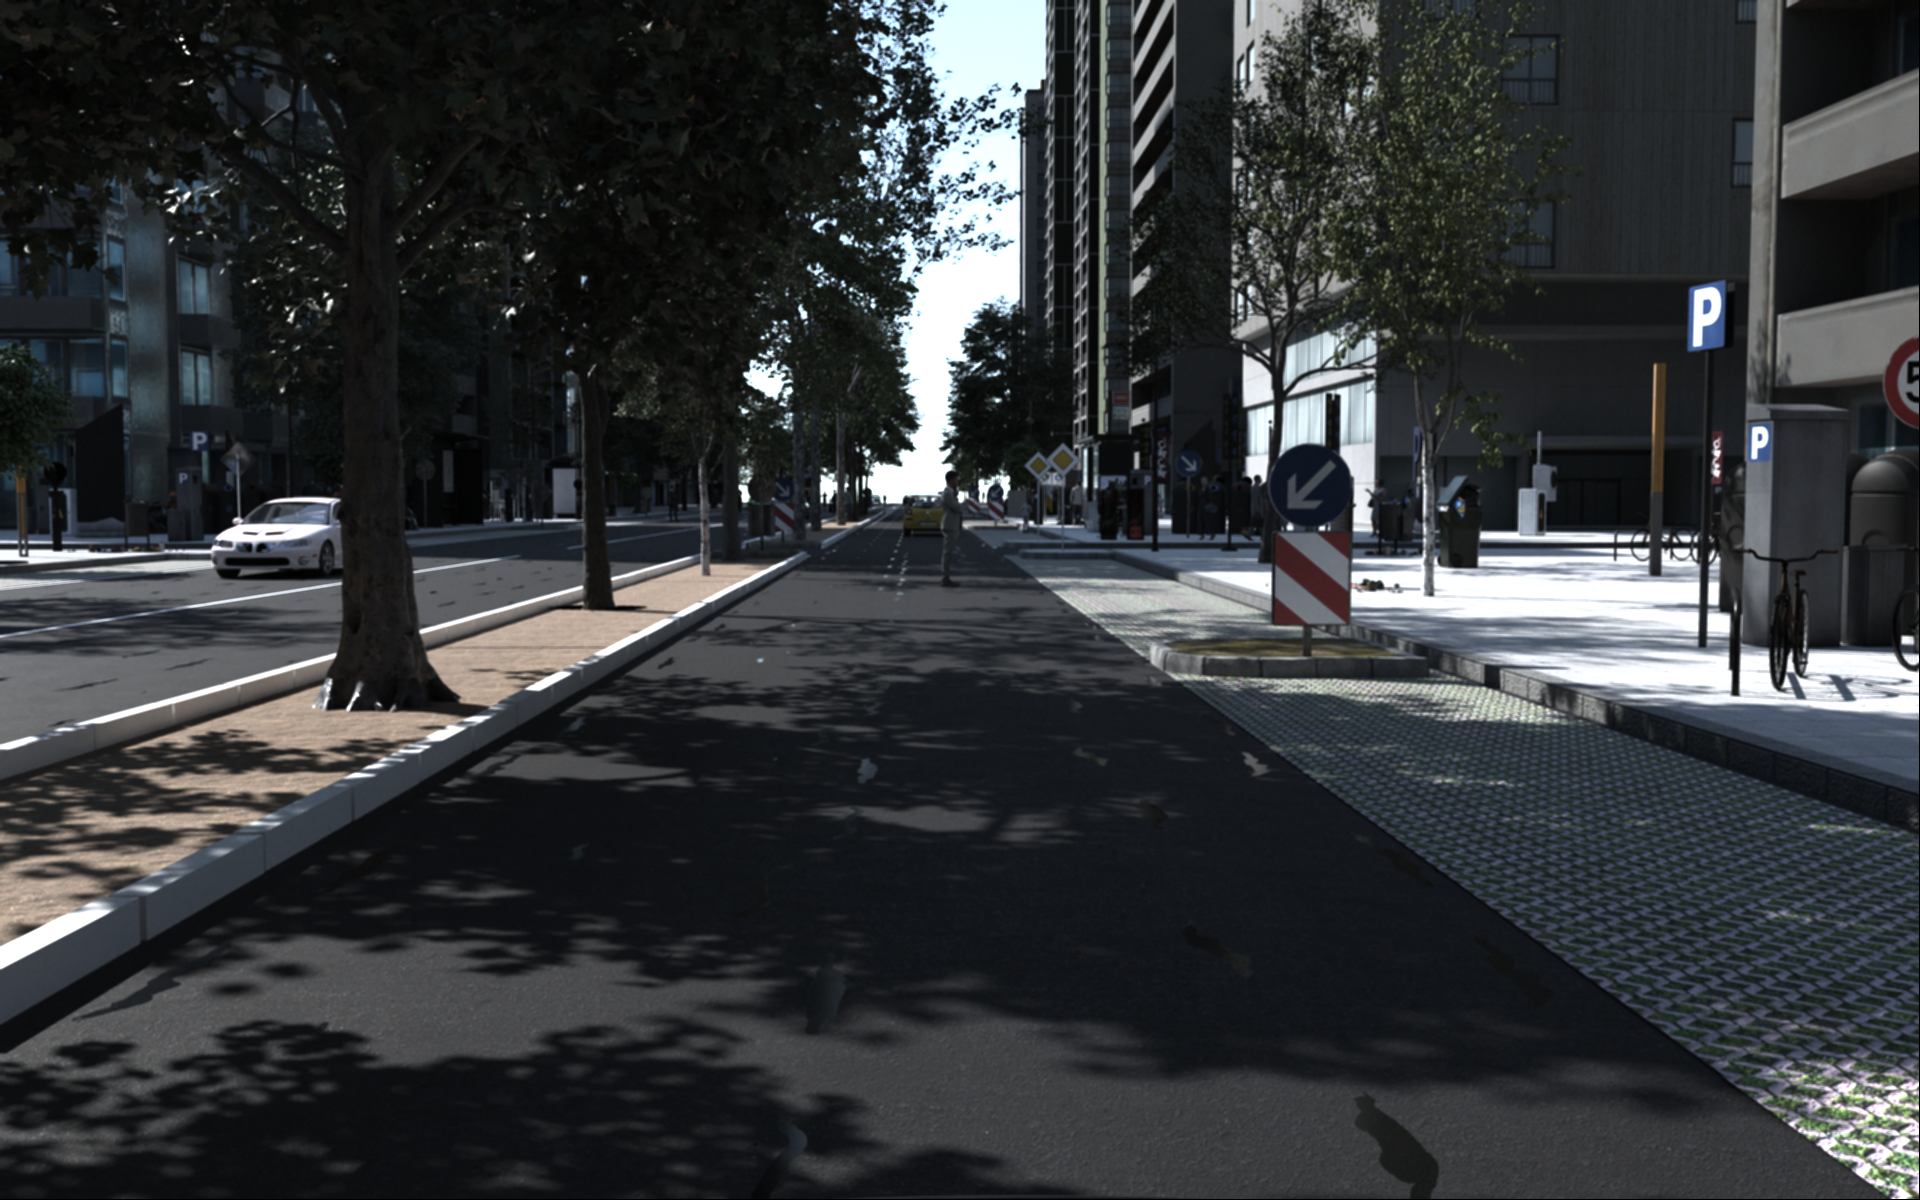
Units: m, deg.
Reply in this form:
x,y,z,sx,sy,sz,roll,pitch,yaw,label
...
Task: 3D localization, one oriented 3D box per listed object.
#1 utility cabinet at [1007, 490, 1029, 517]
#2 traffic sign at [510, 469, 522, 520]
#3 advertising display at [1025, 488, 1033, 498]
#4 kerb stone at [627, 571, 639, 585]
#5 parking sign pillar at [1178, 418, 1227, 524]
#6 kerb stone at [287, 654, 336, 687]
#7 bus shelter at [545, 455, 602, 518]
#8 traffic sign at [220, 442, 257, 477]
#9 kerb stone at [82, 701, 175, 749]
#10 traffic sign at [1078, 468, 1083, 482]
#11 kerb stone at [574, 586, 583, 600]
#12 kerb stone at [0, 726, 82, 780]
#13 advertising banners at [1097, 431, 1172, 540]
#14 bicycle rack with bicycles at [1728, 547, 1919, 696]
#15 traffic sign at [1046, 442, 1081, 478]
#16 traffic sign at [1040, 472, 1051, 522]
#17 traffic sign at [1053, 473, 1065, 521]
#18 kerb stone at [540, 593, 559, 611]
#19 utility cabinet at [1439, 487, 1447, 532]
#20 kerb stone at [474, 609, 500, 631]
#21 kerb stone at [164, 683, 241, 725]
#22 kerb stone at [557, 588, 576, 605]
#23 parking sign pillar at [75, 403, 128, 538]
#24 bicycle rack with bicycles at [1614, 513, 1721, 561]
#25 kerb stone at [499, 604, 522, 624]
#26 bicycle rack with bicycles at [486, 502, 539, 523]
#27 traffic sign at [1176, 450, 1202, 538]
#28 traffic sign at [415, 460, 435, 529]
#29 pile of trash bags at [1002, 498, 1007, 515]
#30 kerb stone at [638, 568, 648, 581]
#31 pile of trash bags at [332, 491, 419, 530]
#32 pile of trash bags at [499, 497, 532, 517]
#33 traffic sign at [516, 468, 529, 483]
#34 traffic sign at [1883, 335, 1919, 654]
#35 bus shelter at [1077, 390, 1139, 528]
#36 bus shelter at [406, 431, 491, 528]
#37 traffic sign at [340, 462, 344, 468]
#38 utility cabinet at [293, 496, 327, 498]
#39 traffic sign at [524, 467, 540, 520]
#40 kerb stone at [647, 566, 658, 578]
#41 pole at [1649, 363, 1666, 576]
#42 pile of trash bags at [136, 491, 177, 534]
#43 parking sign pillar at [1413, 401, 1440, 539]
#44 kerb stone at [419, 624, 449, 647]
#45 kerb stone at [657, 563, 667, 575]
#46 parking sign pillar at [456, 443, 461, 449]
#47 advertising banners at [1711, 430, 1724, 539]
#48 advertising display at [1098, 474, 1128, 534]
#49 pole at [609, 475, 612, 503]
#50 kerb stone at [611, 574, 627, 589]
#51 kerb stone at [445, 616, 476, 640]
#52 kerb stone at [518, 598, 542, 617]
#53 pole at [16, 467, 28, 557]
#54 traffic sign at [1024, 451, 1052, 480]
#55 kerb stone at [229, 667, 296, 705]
x,y,z,sx,sy,sz,roll,pitch,yaw,label
3.265,-5.421,97.306,1.173,1.500,0.318,1,4,15,utility cabinet
-22.121,-5.297,86.710,0.768,2.556,0.104,0,4,-1,traffic sign
4.080,-5.719,98.717,0.974,1.923,0.123,-1,4,-17,advertising display
-5.287,-0.322,27.551,0.120,0.150,1.000,0,4,-1,kerb stone
8.356,-4.467,61.503,1.447,3.967,1.447,-3,4,-38,parking sign pillar
-4.951,0.550,13.204,0.120,0.150,1.000,0,4,-1,kerb stone
-20.803,-6.088,93.461,2.014,3.302,5.546,0,4,-1,bus shelter
-16.054,-2.223,38.542,0.795,2.593,0.064,0,4,-1,traffic sign
-4.878,0.738,10.123,0.120,0.150,1.000,0,4,-1,kerb stone
6.022,-5.044,82.568,0.768,2.556,0.104,0,4,8,traffic sign
-5.195,-0.077,23.457,0.120,0.150,1.000,0,4,-1,kerb stone
-4.848,0.801,9.101,0.120,0.150,1.000,0,4,-1,kerb stone
4.872,-3.187,48.288,2.074,3.025,0.090,1,4,14,advertising banners
6.276,0.113,11.538,2.852,0.926,2.925,2,4,25,bicycle rack with bicycles
2.335,-2.249,38.961,0.795,2.593,0.064,0,4,-1,traffic sign
3.927,-4.749,79.773,0.606,2.300,0.079,0,4,6,traffic sign
4.656,-4.870,81.761,0.606,2.300,0.079,0,4,0,traffic sign
-5.154,0.049,21.407,0.120,0.150,1.000,0,4,-1,kerb stone
16.326,-2.938,56.711,1.173,1.500,0.318,2,4,30,utility cabinet
-5.077,0.236,18.338,0.120,0.150,1.000,0,4,-1,kerb stone
-4.905,0.678,11.158,0.120,0.150,1.000,0,4,-1,kerb stone
-5.173,-0.015,22.433,0.120,0.150,1.000,0,4,-1,kerb stone
-25.290,-3.821,50.942,1.447,3.967,1.447,-2,4,-28,parking sign pillar
13.953,-1.189,32.816,2.925,0.926,2.852,-2,4,-32,bicycle rack with bicycles
-5.101,0.176,19.361,0.120,0.150,1.000,0,4,-1,kerb stone
-20.230,-3.988,78.585,2.852,0.926,2.925,-1,4,-10,bicycle rack with bicycles
6.677,-3.089,50.603,0.768,2.556,0.104,0,4,3,traffic sign
-19.781,-3.910,64.037,0.768,2.556,0.104,0,4,7,traffic sign
3.680,-5.854,105.458,1.912,1.369,3.447,2,4,24,pile of trash bags
-5.327,-0.385,28.578,0.120,0.150,1.000,0,4,-1,kerb stone
-20.595,-3.096,60.380,1.912,1.369,3.447,1,4,21,pile of trash bags
-24.417,-5.340,97.065,3.447,1.369,1.912,-1,4,-19,pile of trash bags
-21.294,-5.178,84.662,0.884,2.594,0.081,0,4,5,traffic sign
7.701,-0.839,13.824,0.768,2.556,0.104,0,4,0,traffic sign
5.594,-5.323,64.662,2.179,5.291,8.768,0,4,-2,bus shelter
-19.992,-4.690,67.961,1.731,3.624,6.357,0,4,-1,bus shelter
-16.246,-2.712,46.525,0.795,2.593,0.064,0,4,-1,traffic sign
-20.551,-2.664,54.715,1.020,1.237,0.306,0,4,-4,utility cabinet
-19.806,-4.897,80.174,0.768,2.556,0.104,0,4,5,traffic sign
-5.340,-0.453,29.600,0.120,0.150,1.000,0,4,-1,kerb stone
10.927,-2.036,27.131,0.158,3.312,0.155,0,3,0,pole
-26.341,-2.872,56.707,1.912,1.369,3.447,0,4,1,pile of trash bags
13.324,-3.739,49.598,1.447,3.967,1.447,0,4,6,parking sign pillar
-5.026,0.362,16.276,0.120,0.150,1.000,0,4,-1,kerb stone
-5.367,-0.516,30.629,0.120,0.150,1.000,0,4,-1,kerb stone
-24.038,-5.821,83.652,1.447,3.967,1.447,-1,4,-10,parking sign pillar
21.212,-3.121,47.219,0.090,3.025,2.074,-2,4,-25,advertising banners
4.967,-3.123,56.270,0.974,1.923,0.123,-1,4,-9,advertising display
-24.211,-7.720,120.061,0.158,3.312,0.155,0,3,0,pole
-5.277,-0.262,26.526,0.120,0.150,1.000,0,4,-1,kerb stone
-5.049,0.299,17.304,0.120,0.150,1.000,0,4,-1,kerb stone
-5.126,0.111,20.385,0.120,0.150,1.000,0,4,-1,kerb stone
-19.200,-2.542,35.406,0.158,3.312,0.155,0,3,0,pole
2.144,-2.737,46.944,0.795,2.593,0.064,0,4,-1,traffic sign
-4.926,0.613,12.180,0.120,0.150,1.000,0,4,-1,kerb stone
